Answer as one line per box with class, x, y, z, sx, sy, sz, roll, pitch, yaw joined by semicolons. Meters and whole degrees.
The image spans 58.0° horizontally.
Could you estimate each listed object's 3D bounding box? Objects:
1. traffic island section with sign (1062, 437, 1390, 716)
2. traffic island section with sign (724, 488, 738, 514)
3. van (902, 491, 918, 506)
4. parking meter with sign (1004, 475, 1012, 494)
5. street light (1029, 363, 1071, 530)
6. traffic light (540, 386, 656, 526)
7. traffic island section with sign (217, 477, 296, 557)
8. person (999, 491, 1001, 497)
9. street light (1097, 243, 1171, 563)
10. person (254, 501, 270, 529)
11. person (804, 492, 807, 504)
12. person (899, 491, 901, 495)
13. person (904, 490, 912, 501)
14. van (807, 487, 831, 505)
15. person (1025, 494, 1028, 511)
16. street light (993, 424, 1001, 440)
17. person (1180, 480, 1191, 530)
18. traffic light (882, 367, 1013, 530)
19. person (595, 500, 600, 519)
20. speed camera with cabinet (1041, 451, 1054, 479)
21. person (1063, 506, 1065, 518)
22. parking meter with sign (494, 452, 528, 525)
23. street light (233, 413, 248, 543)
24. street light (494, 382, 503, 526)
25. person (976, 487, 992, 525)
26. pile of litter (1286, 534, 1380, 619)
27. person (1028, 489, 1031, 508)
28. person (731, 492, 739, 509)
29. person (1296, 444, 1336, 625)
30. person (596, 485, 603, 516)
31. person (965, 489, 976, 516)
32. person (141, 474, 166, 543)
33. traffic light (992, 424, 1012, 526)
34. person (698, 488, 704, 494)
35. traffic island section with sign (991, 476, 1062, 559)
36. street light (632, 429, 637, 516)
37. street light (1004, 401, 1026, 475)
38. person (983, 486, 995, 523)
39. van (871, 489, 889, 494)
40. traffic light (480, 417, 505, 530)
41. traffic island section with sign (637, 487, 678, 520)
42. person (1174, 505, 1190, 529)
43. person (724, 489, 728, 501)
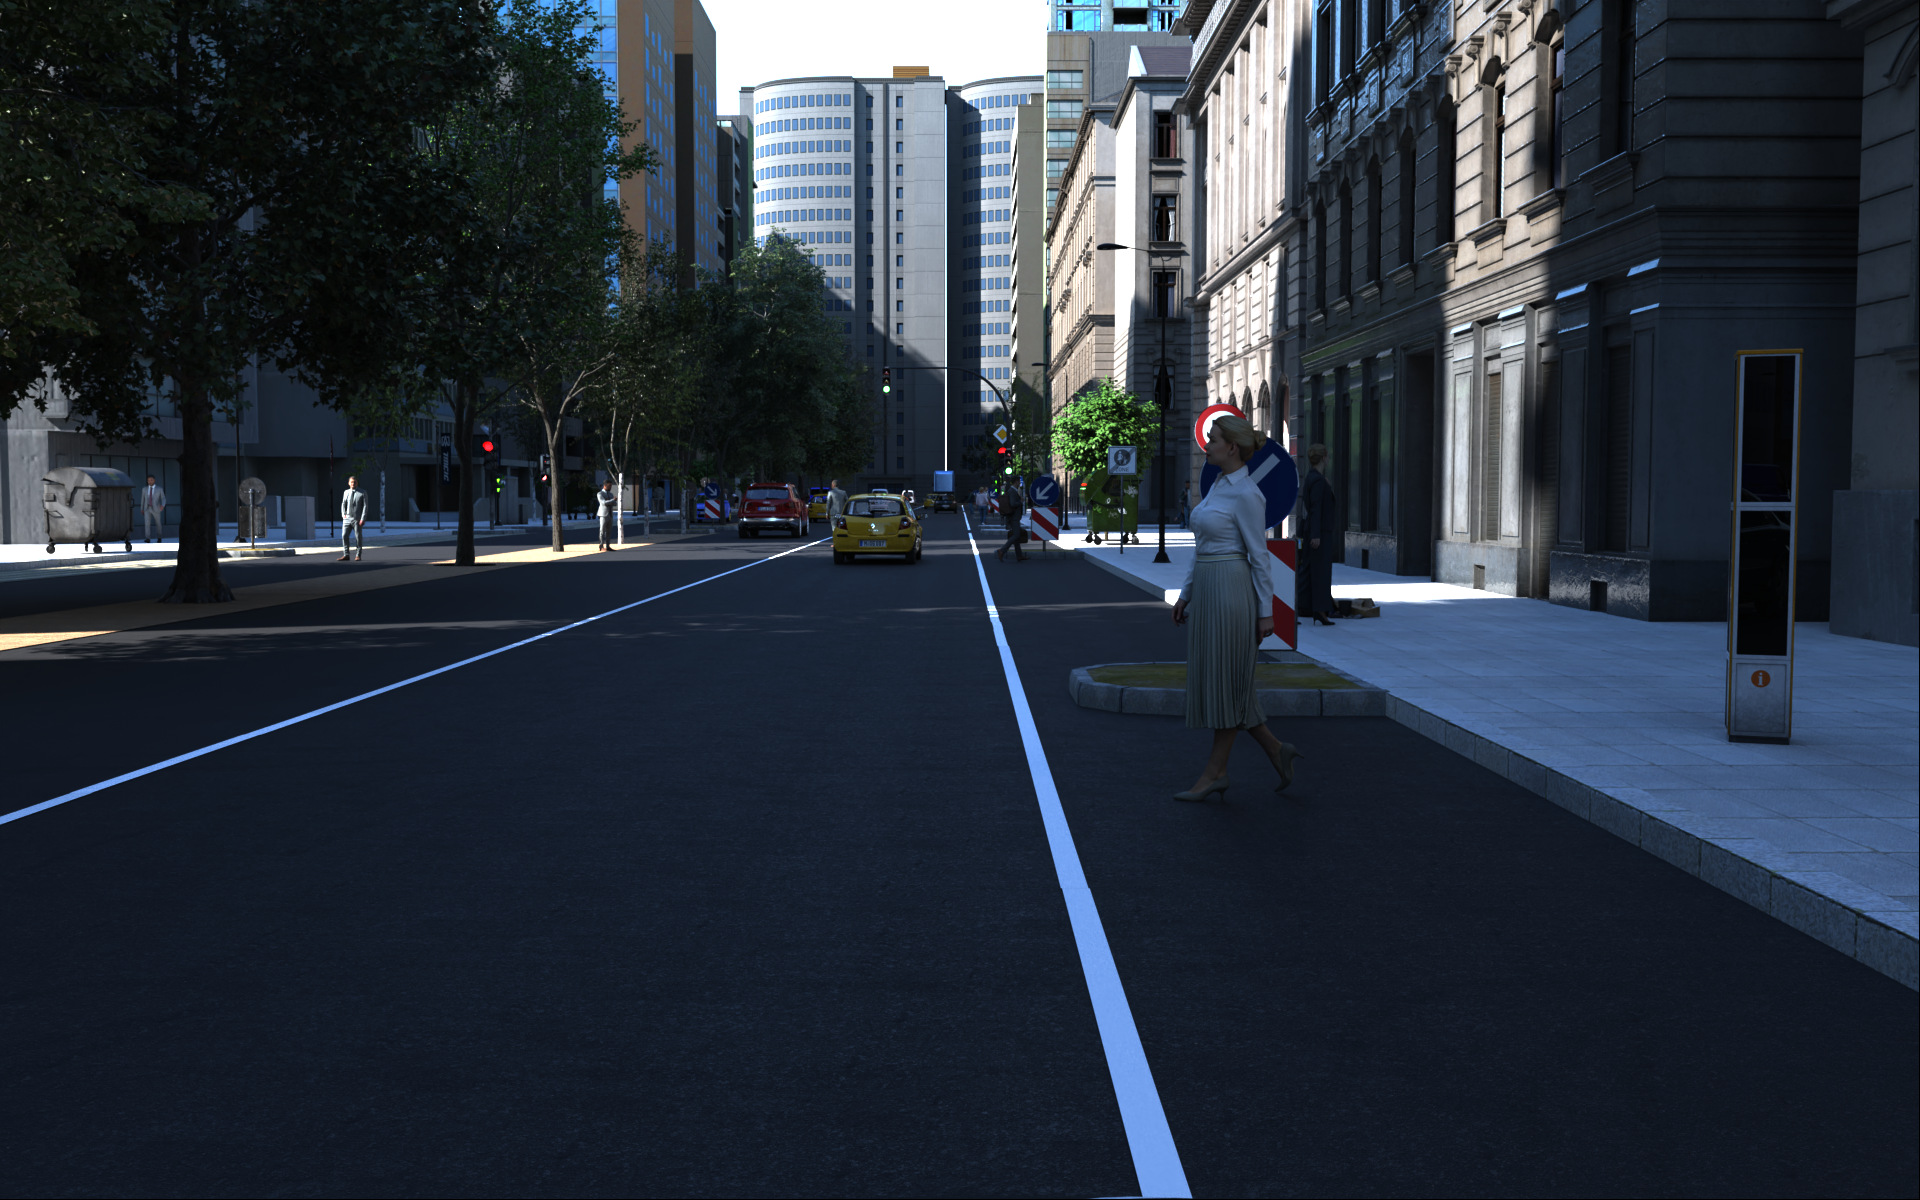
traffic island section with sign;1.790;-0.215;12.137;1.989;1.847;2.006;0;3;0
traffic island section with sign;-16.508;-6.912;121.636;1.989;1.847;2.006;0;3;0
van;-6.136;-12.294;208.024;2.013;2.044;4.112;0;4;1
parking meter with sign;3.399;-7.758;123.099;0.543;3.016;1.738;0;4;-1
street light;3.232;-5.432;61.350;1.470;5.913;1.316;0;3;0
traffic light;-14.671;-5.829;69.979;4.771;5.953;1.251;0;3;0
traffic island section with sign;-16.458;-1.907;39.813;1.989;1.847;2.006;0;3;0
person;3.794;-9.736;165.940;0.721;1.743;1.217;0;4;-1
street light;3.234;-3.651;32.238;1.470;5.913;1.316;0;3;0
person;-24.873;-3.372;61.359;0.728;1.800;0.709;-1;4;-22
person;-19.535;-12.937;218.006;0.683;1.767;0.568;-1;4;-13
person;-6.384;-10.857;186.726;0.721;1.735;1.217;0;4;3
person;-3.963;-7.653;133.982;0.716;1.782;0.532;2;4;35
van;-12.580;-9.275;156.037;2.240;2.365;5.245;0;4;-1
person;4.999;-7.428;131.744;0.306;1.304;0.590;0;4;-7
street light;3.140;-8.750;115.602;1.470;5.913;1.316;0;3;0
person;8.181;-3.401;62.001;0.623;1.781;0.721;-1;4;-23
traffic light;-0.388;-5.332;61.842;4.771;5.953;1.251;0;3;0
person;-18.751;-4.751;89.228;1.012;1.151;0.738;0;4;-2
speed camera with cabinet;3.989;-5.205;79.434;0.660;3.252;2.038;0;4;3
person;5.404;-5.332;94.220;0.512;1.701;0.522;-3;5;-40
parking meter with sign;-18.824;-4.657;72.403;0.543;3.016;1.738;2;4;29
street light;-18.327;-4.445;45.216;1.470;5.913;1.316;0;3;0
street light;-18.137;-5.951;69.833;1.470;5.913;1.316;0;3;0
person;1.019;-3.993;74.451;0.731;1.740;0.598;0;4;8
pile of litter;3.885;-0.284;18.615;1.176;0.858;1.719;0;4;2
person;6.356;-9.063;154.669;0.568;1.767;0.683;1;4;17
person;-19.800;-8.742;152.170;0.799;1.438;0.628;0;4;-2
person;3.445;-0.639;16.907;0.534;1.772;0.576;-1;4;-23
person;-21.330;-5.923;102.740;0.638;1.841;0.748;-1;4;-21
person;0.703;-6.258;111.162;0.721;1.781;0.623;1;4;9
person;-21.069;-2.380;45.228;0.678;1.792;0.850;-1;4;-10
traffic light;1.699;-4.957;69.970;0.839;4.253;0.868;0;3;0
person;-19.843;-7.684;132.070;0.834;1.777;0.661;1;4;21
traffic island section with sign;1.766;-1.863;39.092;1.989;1.847;2.006;0;3;0
street light;-18.211;-7.773;99.634;1.470;5.913;1.316;0;3;0
street light;3.080;-6.969;86.489;1.470;5.913;1.316;0;3;0
person;1.277;-4.731;85.966;0.853;1.813;0.709;3;5;44
van;-6.544;-8.259;142.053;2.013;2.044;4.112;0;4;-1
traffic light;-16.758;-4.467;61.958;0.839;4.253;0.868;0;3;0
traffic island section with sign;-16.498;-5.263;94.681;1.989;1.847;2.006;0;3;0
person;8.860;-3.258;67.259;1.012;1.151;0.738;1;4;13
person;-16.245;-6.802;120.117;0.834;1.777;0.661;3;4;38
